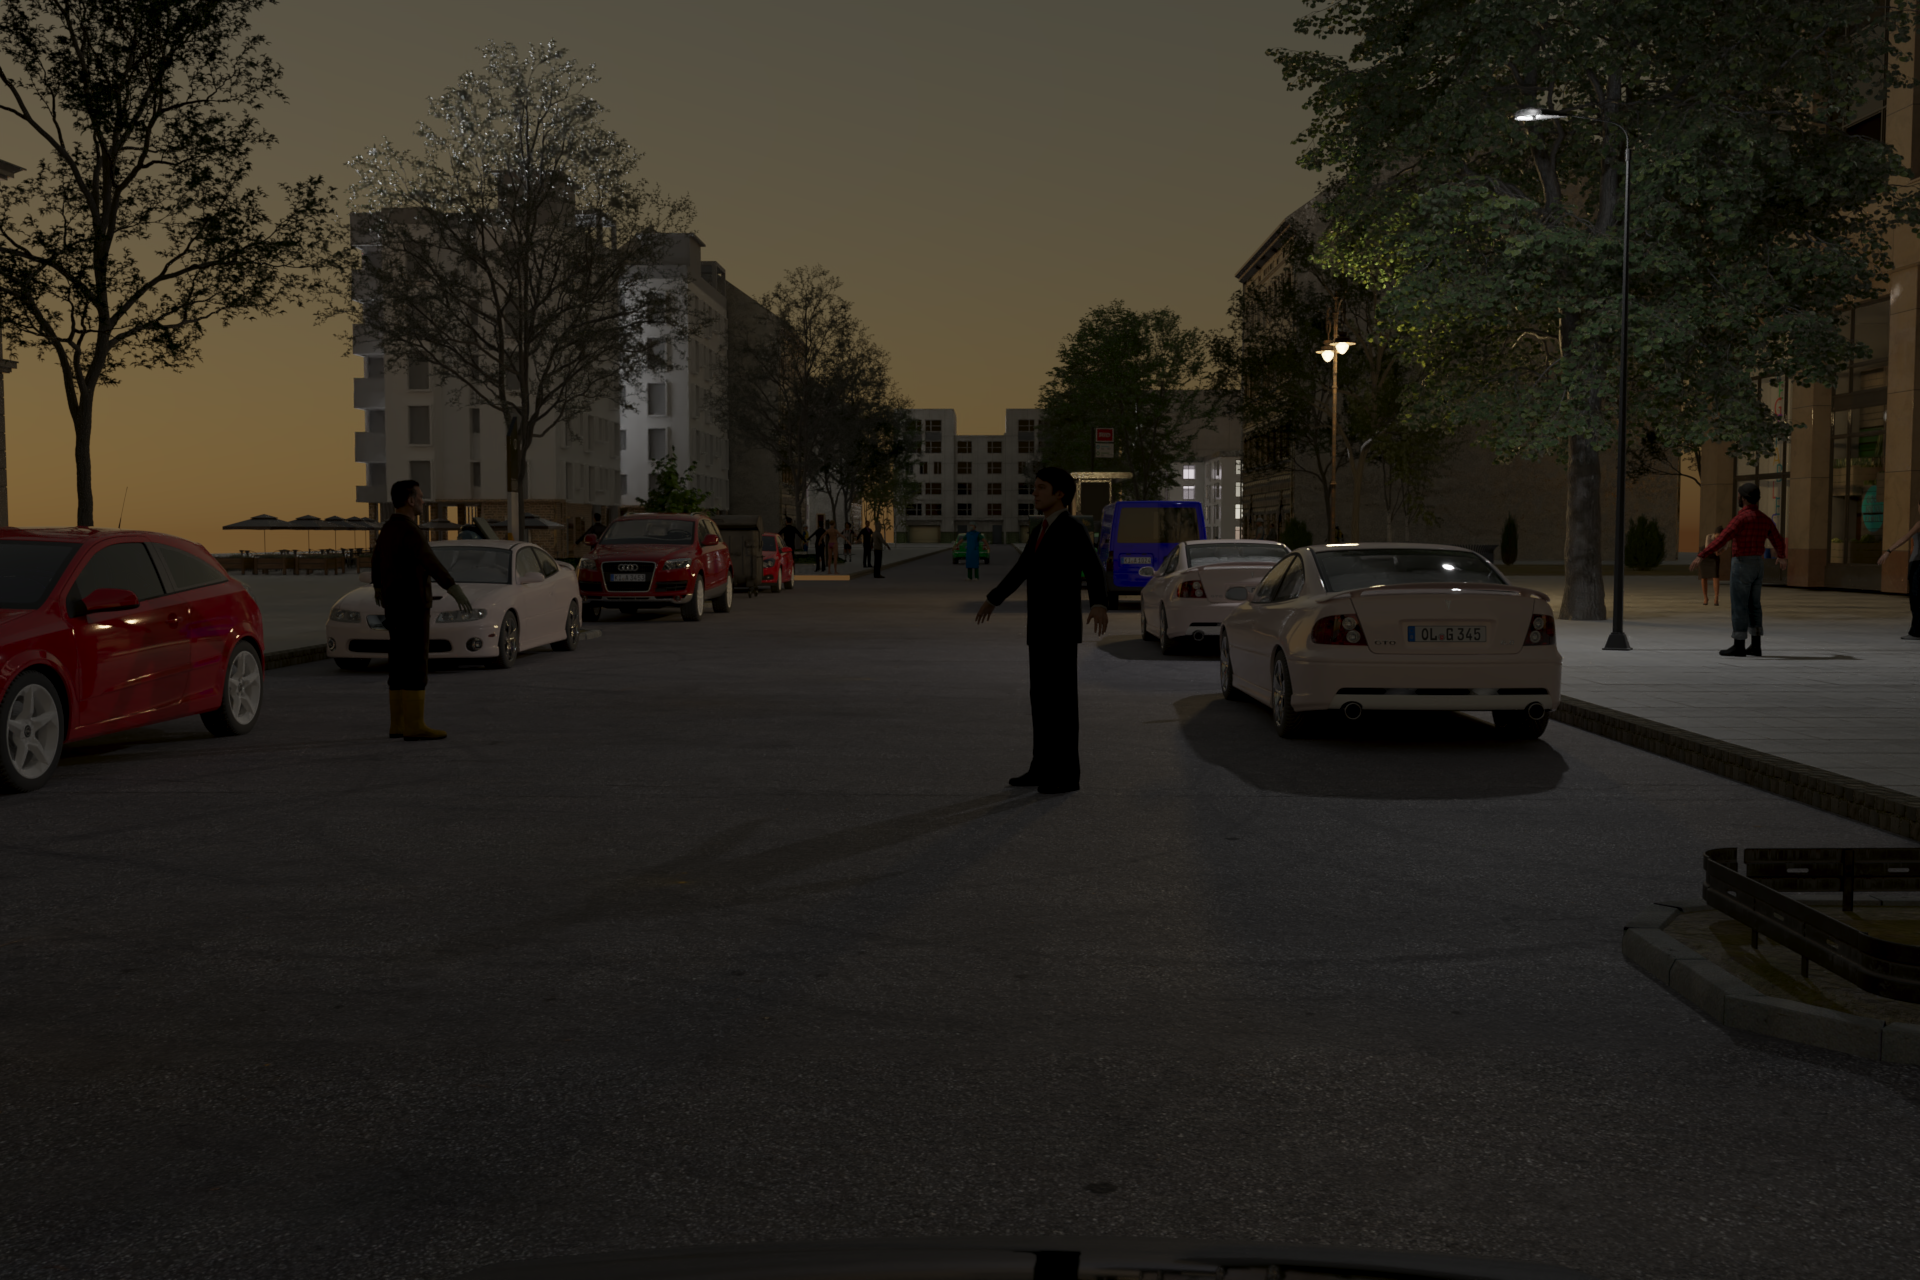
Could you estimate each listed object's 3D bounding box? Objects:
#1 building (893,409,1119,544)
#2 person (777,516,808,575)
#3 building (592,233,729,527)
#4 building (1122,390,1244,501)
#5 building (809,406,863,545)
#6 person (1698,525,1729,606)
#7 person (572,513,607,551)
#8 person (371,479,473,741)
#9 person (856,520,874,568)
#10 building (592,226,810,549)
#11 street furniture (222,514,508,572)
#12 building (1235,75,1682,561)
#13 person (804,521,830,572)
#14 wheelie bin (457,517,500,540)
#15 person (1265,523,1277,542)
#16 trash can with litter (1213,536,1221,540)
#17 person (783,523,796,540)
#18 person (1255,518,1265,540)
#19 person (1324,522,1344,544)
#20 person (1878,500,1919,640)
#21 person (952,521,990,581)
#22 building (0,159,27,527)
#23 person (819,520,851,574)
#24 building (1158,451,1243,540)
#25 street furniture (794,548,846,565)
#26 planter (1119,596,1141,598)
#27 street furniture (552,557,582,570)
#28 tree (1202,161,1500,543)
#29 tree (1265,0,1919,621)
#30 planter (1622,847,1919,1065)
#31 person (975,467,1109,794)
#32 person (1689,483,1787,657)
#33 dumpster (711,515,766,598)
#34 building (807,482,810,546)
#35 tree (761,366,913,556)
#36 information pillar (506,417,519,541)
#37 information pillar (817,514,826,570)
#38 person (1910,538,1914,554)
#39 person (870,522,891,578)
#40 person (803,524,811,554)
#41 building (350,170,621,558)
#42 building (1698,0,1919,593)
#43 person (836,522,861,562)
[{"bbox_3d":[6.617,-23.325,250.282,31.486,18.905,16.747,0,4,1],"label":"building"},{"bbox_3d":[-5.361,-2.950,54.171,1.347,1.837,0.705,-2,4,-27],"label":"person"},{"bbox_3d":[-21.722,-15.524,110.244,16.016,20.090,11.380,0,4,1],"label":"building"},{"bbox_3d":[30.194,-21.669,220.741,16.747,18.905,31.486,0,4,1],"label":"building"},{"bbox_3d":[-22.249,-23.648,217.571,19.493,23.208,18.063,0,4,1],"label":"building"},{"bbox_3d":[13.467,-1.330,30.972,0.628,1.438,0.799,-1,4,-23],"label":"person"},{"bbox_3d":[-9.235,-2.326,44.077,1.345,1.823,0.704,-3,5,-42],"label":"person"},{"bbox_3d":[-3.831,-0.215,12.114,0.704,1.812,1.346,-3,5,-43],"label":"person"},{"bbox_3d":[-3.521,-3.668,66.189,1.346,1.802,0.704,-3,5,-45],"label":"person"},{"bbox_3d":[-22.037,-18.485,133.161,19.493,23.208,18.063,0,4,1],"label":"building"},{"bbox_3d":[-26.797,-4.095,71.988,14.083,1.986,27.439,0,4,8],"label":"street furniture"},{"bbox_3d":[25.509,-15.960,91.872,19.493,23.208,18.063,0,4,1],"label":"building"},{"bbox_3d":[-4.797,-3.188,58.838,1.216,1.740,0.721,-3,5,-41],"label":"person"},{"bbox_3d":[-9.020,-1.503,32.484,0.693,1.594,0.980,0,4,2],"label":"wheelie bin"},{"bbox_3d":[14.793,-4.645,82.219,0.705,1.796,1.348,2,4,34],"label":"person"},{"bbox_3d":[7.577,-2.479,51.595,1.678,1.210,2.233,0,4,1],"label":"trash can with litter"},{"bbox_3d":[-8.527,-5.095,89.090,1.354,1.856,0.705,-3,5,-44],"label":"person"},{"bbox_3d":[10.388,-3.322,60.175,0.705,1.847,1.347,1,4,18],"label":"person"},{"bbox_3d":[17.680,-4.636,81.564,1.354,1.858,0.705,-3,5,-39],"label":"person"},{"bbox_3d":[11.662,-0.872,21.070,1.217,1.737,0.721,-1,4,-21],"label":"person"},{"bbox_3d":[0.376,-2.711,52.915,1.347,1.817,0.704,2,4,31],"label":"person"},{"bbox_3d":[-31.103,-15.053,33.508,14.401,28.519,23.554,0,4,1],"label":"building"},{"bbox_3d":[-4.040,-2.985,55.615,1.217,1.733,0.721,2,4,29],"label":"person"},{"bbox_3d":[27.200,-15.045,188.132,9.099,9.664,28.070,0,4,1],"label":"building"},{"bbox_3d":[-9.879,-3.499,72.834,10.072,0.657,5.734,-2,4,-25],"label":"street furniture"},{"bbox_3d":[4.045,-1.136,39.715,1.991,0.319,1.994,0,4,1],"label":"planter"},{"bbox_3d":[-11.792,-2.793,61.295,10.072,0.657,5.734,-2,4,-26],"label":"street furniture"},{"bbox_3d":[9.733,-6.648,43.102,8.767,10.594,7.601,2,4,29],"label":"tree"},{"bbox_3d":[9.388,-7.266,25.448,9.857,13.997,8.962,0,3,0],"label":"tree"},{"bbox_3d":[3.239,0.957,5.487,1.991,0.319,1.994,0,4,2],"label":"planter"},{"bbox_3d":[0.498,-0.066,9.722,0.705,1.806,1.347,-2,4,-28],"label":"person"},{"bbox_3d":[8.235,-0.738,18.180,1.345,1.816,0.704,-2,4,-24],"label":"person"},{"bbox_3d":[-5.389,-1.892,39.152,1.865,1.857,1.264,0,4,1],"label":"dumpster"},{"bbox_3d":[-20.089,-14.574,180.434,9.099,9.664,28.070,0,4,1],"label":"building"},{"bbox_3d":[-6.725,-9.780,94.318,8.767,10.594,7.601,0,4,-3],"label":"tree"},{"bbox_3d":[-8.867,-2.631,34.373,0.183,3.616,0.504,0,4,2],"label":"information pillar"},{"bbox_3d":[-5.006,-3.545,62.451,0.304,2.012,0.304,0,4,1],"label":"information pillar"},{"bbox_3d":[17.494,-1.555,31.206,1.343,1.855,0.704,-2,4,-29],"label":"person"},{"bbox_3d":[-2.641,-2.924,56.394,0.705,1.813,1.348,-2,4,-28],"label":"person"},{"bbox_3d":[-7.370,-4.724,83.698,0.721,1.772,1.216,0,4,7],"label":"person"},{"bbox_3d":[-25.768,-14.377,91.488,16.016,20.090,11.380,0,4,2],"label":"building"},{"bbox_3d":[29.599,-15.887,25.981,22.709,31.103,35.509,0,4,1],"label":"building"},{"bbox_3d":[-5.140,-4.462,79.092,1.345,1.843,0.704,1,4,17],"label":"person"}]
